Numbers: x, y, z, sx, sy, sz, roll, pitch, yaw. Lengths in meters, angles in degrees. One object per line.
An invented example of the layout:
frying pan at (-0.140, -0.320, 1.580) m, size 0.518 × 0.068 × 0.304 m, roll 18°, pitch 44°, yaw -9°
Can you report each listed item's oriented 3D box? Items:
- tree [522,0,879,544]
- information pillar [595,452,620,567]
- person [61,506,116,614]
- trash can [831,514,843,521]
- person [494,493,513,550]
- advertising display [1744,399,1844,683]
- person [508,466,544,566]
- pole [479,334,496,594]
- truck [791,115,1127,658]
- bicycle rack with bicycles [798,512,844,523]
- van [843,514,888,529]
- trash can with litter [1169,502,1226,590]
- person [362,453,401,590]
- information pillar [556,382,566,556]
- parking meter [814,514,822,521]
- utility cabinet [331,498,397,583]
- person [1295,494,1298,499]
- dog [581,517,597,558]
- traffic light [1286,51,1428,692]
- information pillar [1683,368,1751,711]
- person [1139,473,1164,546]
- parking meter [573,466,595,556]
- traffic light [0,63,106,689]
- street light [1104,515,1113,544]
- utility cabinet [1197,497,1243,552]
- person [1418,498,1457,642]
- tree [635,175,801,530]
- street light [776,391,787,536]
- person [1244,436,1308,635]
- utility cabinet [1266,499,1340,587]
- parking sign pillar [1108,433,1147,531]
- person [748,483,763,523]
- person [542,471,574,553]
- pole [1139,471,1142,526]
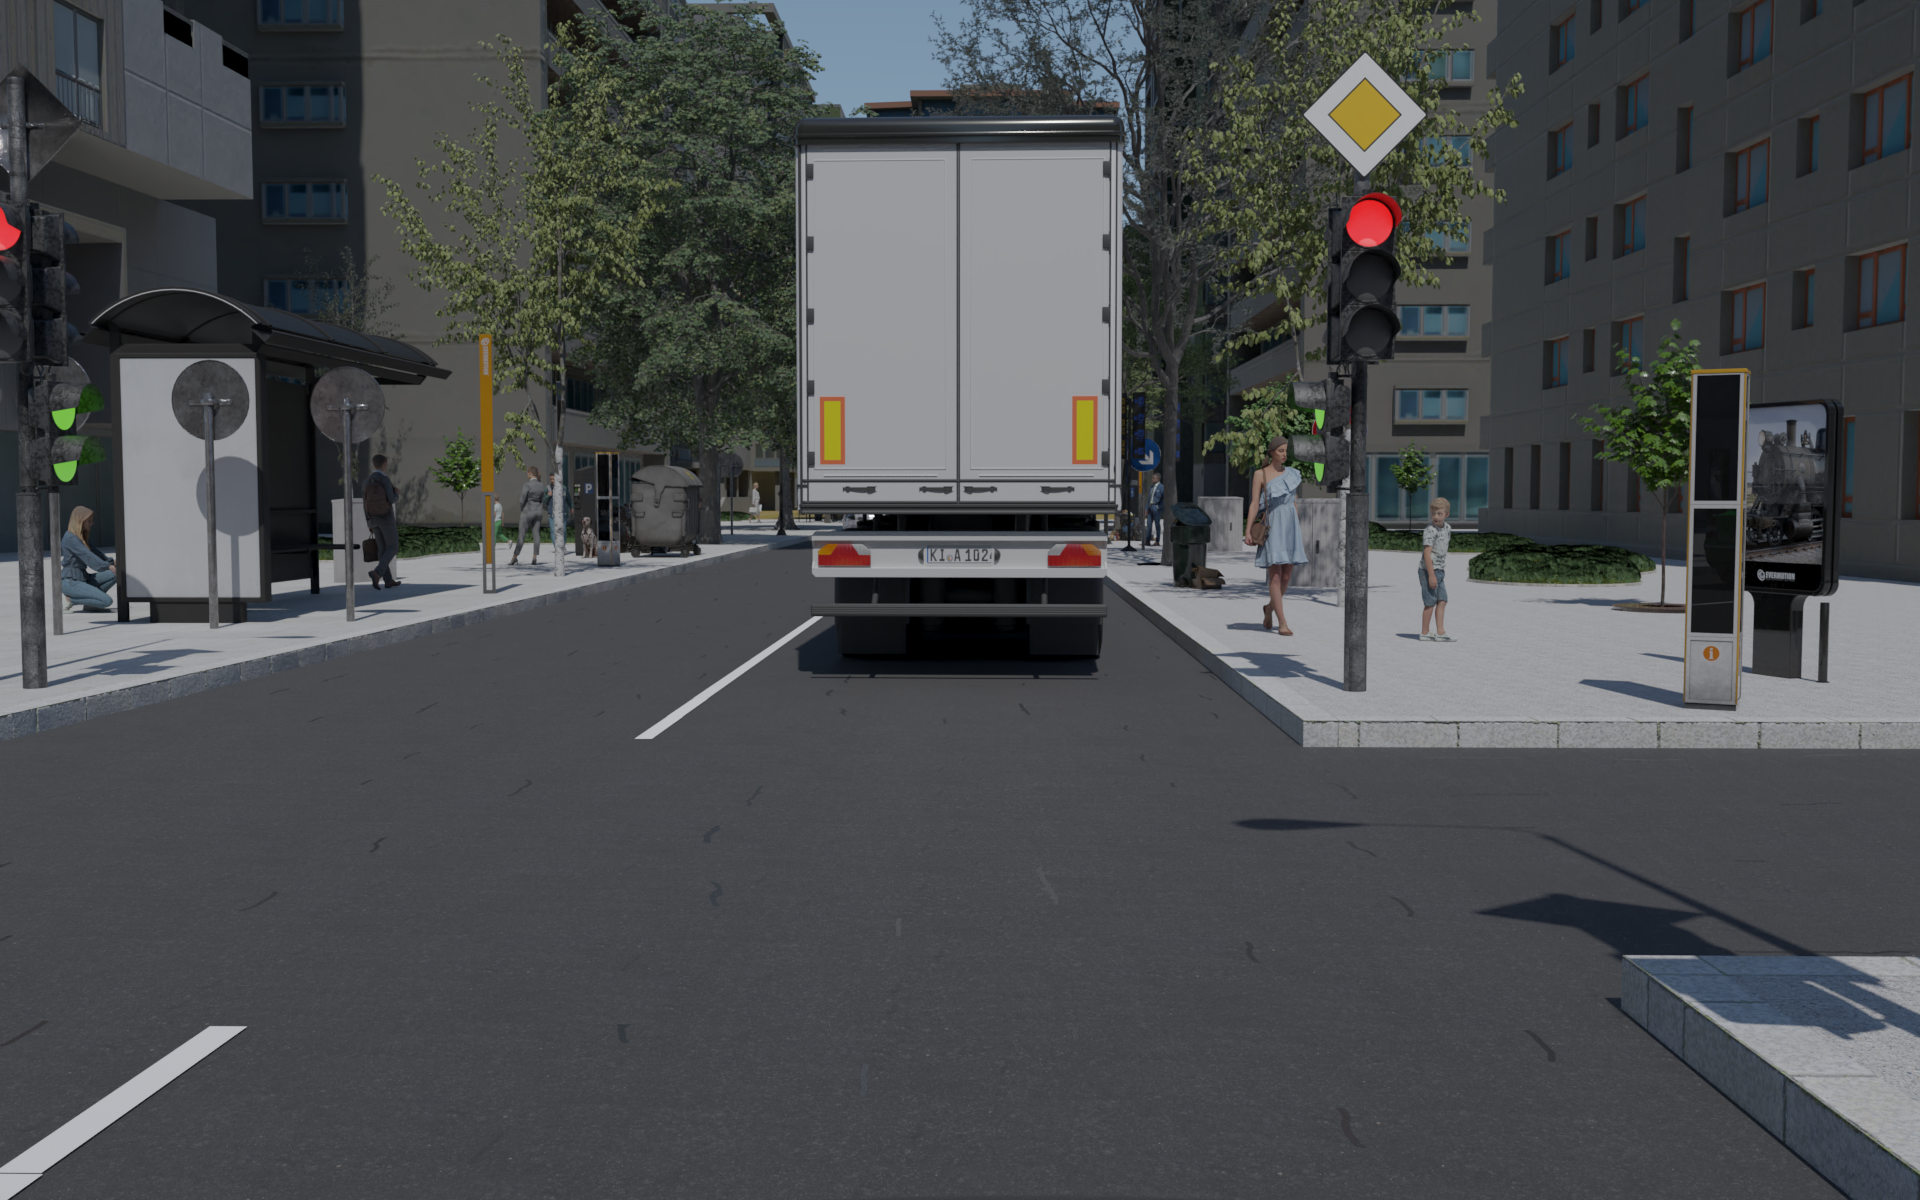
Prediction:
tree at (-6.325, -8.405, 44.070) m, size 9.857 × 13.997 × 8.962 m, roll 0°, pitch 3°, yaw 0°
information pillar at (-6.210, -1.595, 30.567) m, size 0.304 × 2.012 × 0.304 m, roll 1°, pitch 4°, yaw 19°
person at (-9.366, -0.443, 18.784) m, size 0.738 × 1.151 × 1.012 m, roll -1°, pitch 4°, yaw -11°
trash can at (-5.915, -4.389, 83.410) m, size 0.748 × 1.137 × 0.748 m, roll 0°, pitch 3°, yaw 0°
person at (-10.601, -1.807, 39.834) m, size 0.590 × 1.304 × 0.306 m, roll -1°, pitch 4°, yaw -13°
advertising display at (5.752, -0.424, 12.144) m, size 0.123 × 1.923 × 0.974 m, roll -1°, pitch 4°, yaw -16°
person at (-7.800, -1.519, 31.150) m, size 0.573 × 1.790 × 0.520 m, roll 1°, pitch 4°, yaw 18°
pole at (-6.070, -1.737, 22.246) m, size 0.158 × 3.312 × 0.155 m, roll 0°, pitch 3°, yaw 0°
truck at (0.250, -1.809, 18.492) m, size 2.839 × 4.237 × 11.283 m, roll 0°, pitch 4°, yaw 3°
bicycle rack with bicycles at (-6.196, -4.008, 78.905) m, size 2.852 × 0.926 × 2.925 m, roll -1°, pitch 4°, yaw -15°
van at (-2.672, -2.825, 53.202) m, size 2.013 × 2.044 × 4.112 m, roll 0°, pitch 3°, yaw 0°
trash can with litter at (3.302, -0.752, 23.679) m, size 0.624 × 1.170 × 1.055 m, roll -1°, pitch 4°, yaw -22°
person at (-7.833, -1.063, 23.392) m, size 0.622 × 1.834 × 0.822 m, roll 1°, pitch 4°, yaw 20°
information pillar at (-8.326, -2.732, 36.018) m, size 0.183 × 3.616 × 0.504 m, roll -1°, pitch 4°, yaw -14°
parking meter at (-6.741, -4.523, 82.358) m, size 0.372 × 1.533 × 0.369 m, roll 0°, pitch 3°, yaw 0°
utility cabinet at (-8.729, -0.871, 25.395) m, size 0.306 × 1.237 × 1.020 m, roll 2°, pitch 4°, yaw 23°
person at (11.022, -2.845, 56.839) m, size 0.425 × 1.301 × 0.394 m, roll 3°, pitch 5°, yaw 40°
dog at (-7.306, -1.247, 34.776) m, size 0.800 × 0.831 × 0.513 m, roll -3°, pitch 5°, yaw -39°
traffic light at (2.556, -1.361, 11.178) m, size 0.839 × 4.253 × 0.868 m, roll 0°, pitch 4°, yaw 1°
information pillar at (4.522, -0.358, 10.353) m, size 0.304 × 2.012 × 0.304 m, roll 2°, pitch 4°, yaw 28°
person at (4.837, -2.251, 43.021) m, size 0.419 × 1.800 × 0.721 m, roll -3°, pitch 5°, yaw -42°
parking meter at (-7.784, -1.846, 35.899) m, size 0.255 × 1.863 × 0.399 m, roll 3°, pitch 5°, yaw 39°
traffic light at (-6.103, -1.371, 11.340) m, size 0.839 × 4.253 × 0.868 m, roll 0°, pitch 4°, yaw 1°
street light at (3.187, -4.376, 44.094) m, size 1.470 × 5.913 × 1.316 m, roll 0°, pitch 4°, yaw 1°
utility cabinet at (5.842, -1.693, 38.848) m, size 1.020 × 1.237 × 0.306 m, roll -1°, pitch 4°, yaw -23°
person at (4.156, -0.265, 15.064) m, size 0.332 × 1.250 × 0.352 m, roll 0°, pitch 4°, yaw -7°
tree at (-6.329, -8.858, 61.833) m, size 9.611 × 12.733 × 9.660 m, roll 0°, pitch 3°, yaw 0°
street light at (-4.992, -4.951, 53.482) m, size 1.470 × 5.913 × 1.316 m, roll 0°, pitch 4°, yaw 1°
person at (2.879, -0.600, 15.942) m, size 0.616 × 1.811 × 0.778 m, roll -1°, pitch 4°, yaw -10°
utility cabinet at (4.787, -0.792, 24.113) m, size 1.020 × 1.237 × 0.306 m, roll 1°, pitch 4°, yaw 12°
parking sign pillar at (5.806, -4.387, 60.198) m, size 1.447 × 3.967 × 1.447 m, roll 2°, pitch 4°, yaw 26°
person at (-9.053, -4.288, 76.507) m, size 0.624 × 1.780 × 0.694 m, roll 1°, pitch 4°, yaw 13°
person at (-8.752, -1.908, 37.585) m, size 0.623 × 1.781 × 0.721 m, roll -2°, pitch 4°, yaw -31°
pole at (6.394, -4.142, 61.570) m, size 0.158 × 3.312 × 0.155 m, roll 0°, pitch 3°, yaw 0°
